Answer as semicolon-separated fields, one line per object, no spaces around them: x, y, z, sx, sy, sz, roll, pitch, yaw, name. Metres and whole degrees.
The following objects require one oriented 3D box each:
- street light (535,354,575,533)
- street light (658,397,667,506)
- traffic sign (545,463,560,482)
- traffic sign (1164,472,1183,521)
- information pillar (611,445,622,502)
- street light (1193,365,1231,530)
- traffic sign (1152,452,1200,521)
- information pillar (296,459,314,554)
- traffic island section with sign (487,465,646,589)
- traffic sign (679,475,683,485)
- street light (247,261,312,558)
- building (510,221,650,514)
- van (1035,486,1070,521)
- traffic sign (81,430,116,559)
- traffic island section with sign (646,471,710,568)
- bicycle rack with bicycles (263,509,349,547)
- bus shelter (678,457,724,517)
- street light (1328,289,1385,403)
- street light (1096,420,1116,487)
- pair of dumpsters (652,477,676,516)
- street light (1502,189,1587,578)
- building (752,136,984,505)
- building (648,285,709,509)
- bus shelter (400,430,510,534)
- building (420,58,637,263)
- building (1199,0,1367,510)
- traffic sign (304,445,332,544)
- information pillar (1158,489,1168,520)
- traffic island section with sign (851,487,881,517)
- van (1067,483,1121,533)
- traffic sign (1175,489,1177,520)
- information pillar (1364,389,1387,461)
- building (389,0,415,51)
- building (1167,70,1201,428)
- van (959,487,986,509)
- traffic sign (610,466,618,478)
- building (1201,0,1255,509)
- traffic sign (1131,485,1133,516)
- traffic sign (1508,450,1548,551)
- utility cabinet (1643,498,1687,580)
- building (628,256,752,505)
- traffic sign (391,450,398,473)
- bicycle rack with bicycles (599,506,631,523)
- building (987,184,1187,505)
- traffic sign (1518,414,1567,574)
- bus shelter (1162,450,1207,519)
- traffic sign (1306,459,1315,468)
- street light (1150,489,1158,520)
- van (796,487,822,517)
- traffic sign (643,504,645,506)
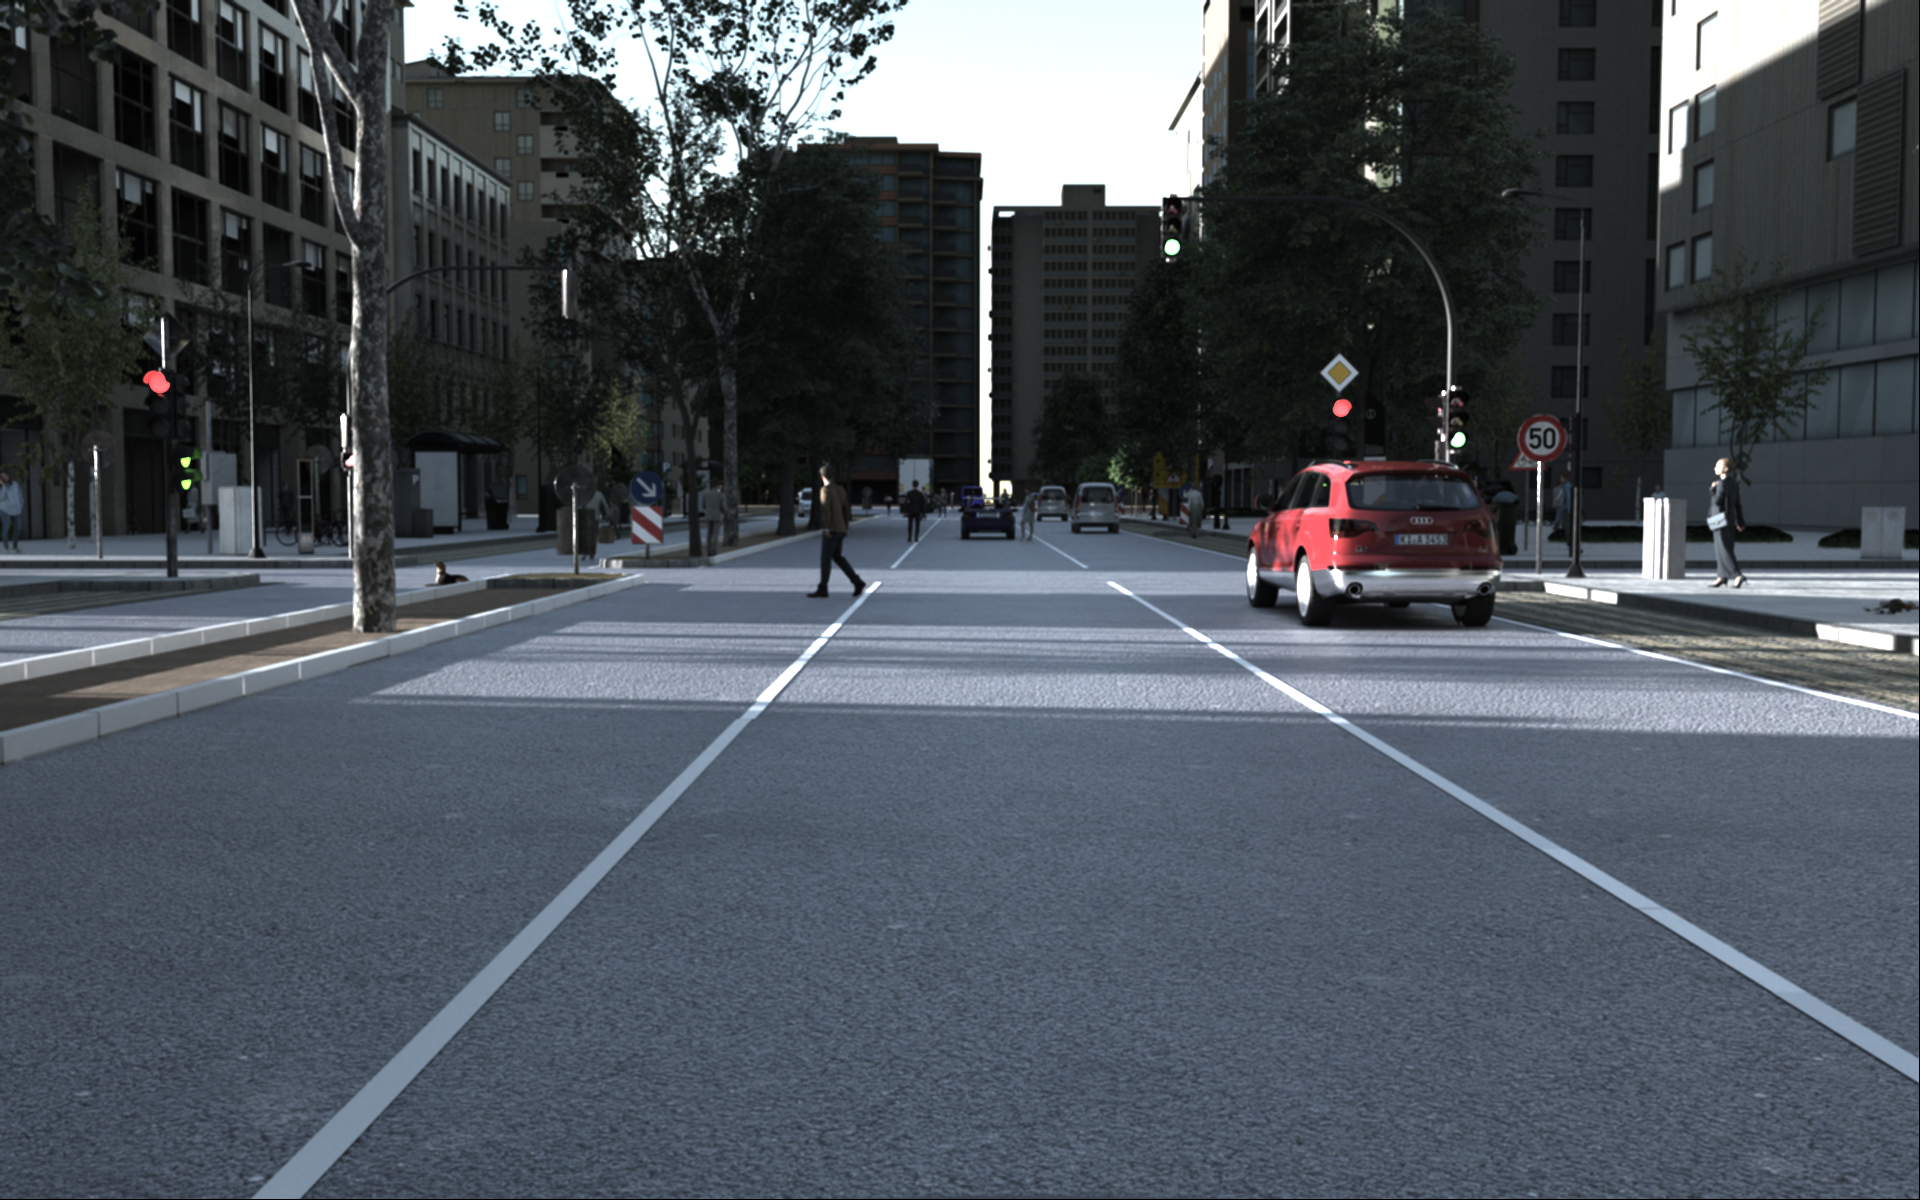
-13.457;-5.203;57.609;1.470;5.913;1.316;0;4;0;street light
-13.564;-6.645;81.192;1.470;5.913;1.316;0;4;0;street light
-17.140;-4.484;73.311;0.884;2.594;0.081;0;4;1;traffic sign
10.258;-5.093;83.277;0.884;2.594;0.081;0;4;3;traffic sign
-16.245;-5.541;81.945;0.504;3.616;0.183;-2;4;-30;information pillar
9.058;-5.489;62.291;1.470;5.913;1.316;0;4;0;street light
10.441;-5.496;83.733;2.265;3.308;0.079;1;4;9;traffic sign
-13.979;-1.986;36.967;0.304;2.012;0.304;-2;4;-27;information pillar
-6.127;-1.154;27.004;2.006;1.907;1.989;0;4;0;traffic island section with sign
-17.065;-6.568;107.496;0.768;2.556;0.104;0;4;8;traffic sign
-13.613;-3.800;34.672;1.470;5.913;1.316;0;4;0;street light
-39.043;-17.090;124.456;27.650;21.520;28.899;0;4;0;building
4.923;-5.258;92.986;2.013;2.044;4.112;0;4;1;van
-17.065;-2.092;34.309;0.768;2.556;0.104;1;4;10;traffic sign
-6.099;-1.607;34.411;2.006;1.907;1.989;0;4;0;traffic island section with sign
-15.706;-1.804;42.883;2.852;0.926;2.925;3;4;39;bicycle rack with bicycles
-14.579;-6.399;98.545;2.014;3.302;5.546;0;4;0;bus shelter
9.037;-4.086;39.354;1.470;5.913;1.316;0;4;0;street light
9.244;-8.337;108.850;1.470;5.913;1.316;0;4;0;street light
-17.246;-5.864;98.375;1.574;2.255;4.437;0;3;0;pair of dumpsters
8.957;-3.303;26.542;1.470;5.913;1.316;0;4;0;street light
-11.600;-34.272;214.971;28.867;44.769;22.147;0;4;0;building
-39.849;-19.337;161.196;28.899;21.520;27.650;0;4;0;building
-16.628;-3.885;57.444;2.014;3.302;5.546;0;4;0;bus shelter
-53.879;-38.486;218.491;27.495;52.752;28.713;0;4;0;building
32.090;-44.341;163.231;20.563;71.187;20.611;0;4;0;building
-16.533;-2.720;44.585;0.768;2.556;0.104;1;4;9;traffic sign
9.909;-5.683;84.273;0.504;3.616;0.183;0;4;6;information pillar
-5.919;-6.203;109.549;2.006;1.907;1.989;0;4;0;traffic island section with sign
5.015;-3.516;64.496;2.013;2.044;4.112;0;4;2;van
10.474;-5.135;84.065;0.768;2.556;0.104;0;4;5;traffic sign
9.211;-2.885;38.518;0.504;3.616;0.183;2;4;34;information pillar
-68.048;-34.883;159.577;27.495;52.752;28.713;0;4;0;building
41.313;-38.455;217.971;27.495;52.752;28.713;0;4;0;building
1.041;-8.446;142.473;2.240;2.365;5.245;0;4;1;van
-16.033;-4.963;80.877;0.795;2.593;0.064;0;4;1;traffic sign
28.401;-30.364;146.561;14.600;45.320;14.200;0;4;0;building
10.224;-6.294;103.006;0.768;2.556;0.104;0;4;5;traffic sign
12.792;-2.390;39.079;0.884;2.594;0.081;0;4;4;traffic sign
10.768;-0.936;26.460;0.306;1.237;1.020;0;4;2;utility cabinet
-33.098;-26.874;211.087;14.107;30.474;14.160;0;4;0;building
-15.891;-2.919;47.838;0.768;2.556;0.104;0;4;7;traffic sign
-15.431;-3.953;78.014;2.925;0.926;2.852;2;4;34;bicycle rack with bicycles
15.573;-32.290;219.827;23.993;40.220;32.217;0;4;0;building
9.299;-1.691;27.748;0.768;2.556;0.104;0;4;4;traffic sign
11.704;-6.070;90.522;1.731;3.624;6.357;0;4;0;bus shelter
13.084;-3.909;63.652;0.795;2.593;0.064;0;4;6;traffic sign
9.100;-6.932;85.877;1.470;5.913;1.316;0;4;0;street light
-9.218;-6.195;108.292;2.013;2.044;4.112;0;4;-2;van
-15.914;-5.203;87.191;0.606;2.300;0.079;0;4;4;traffic sign
